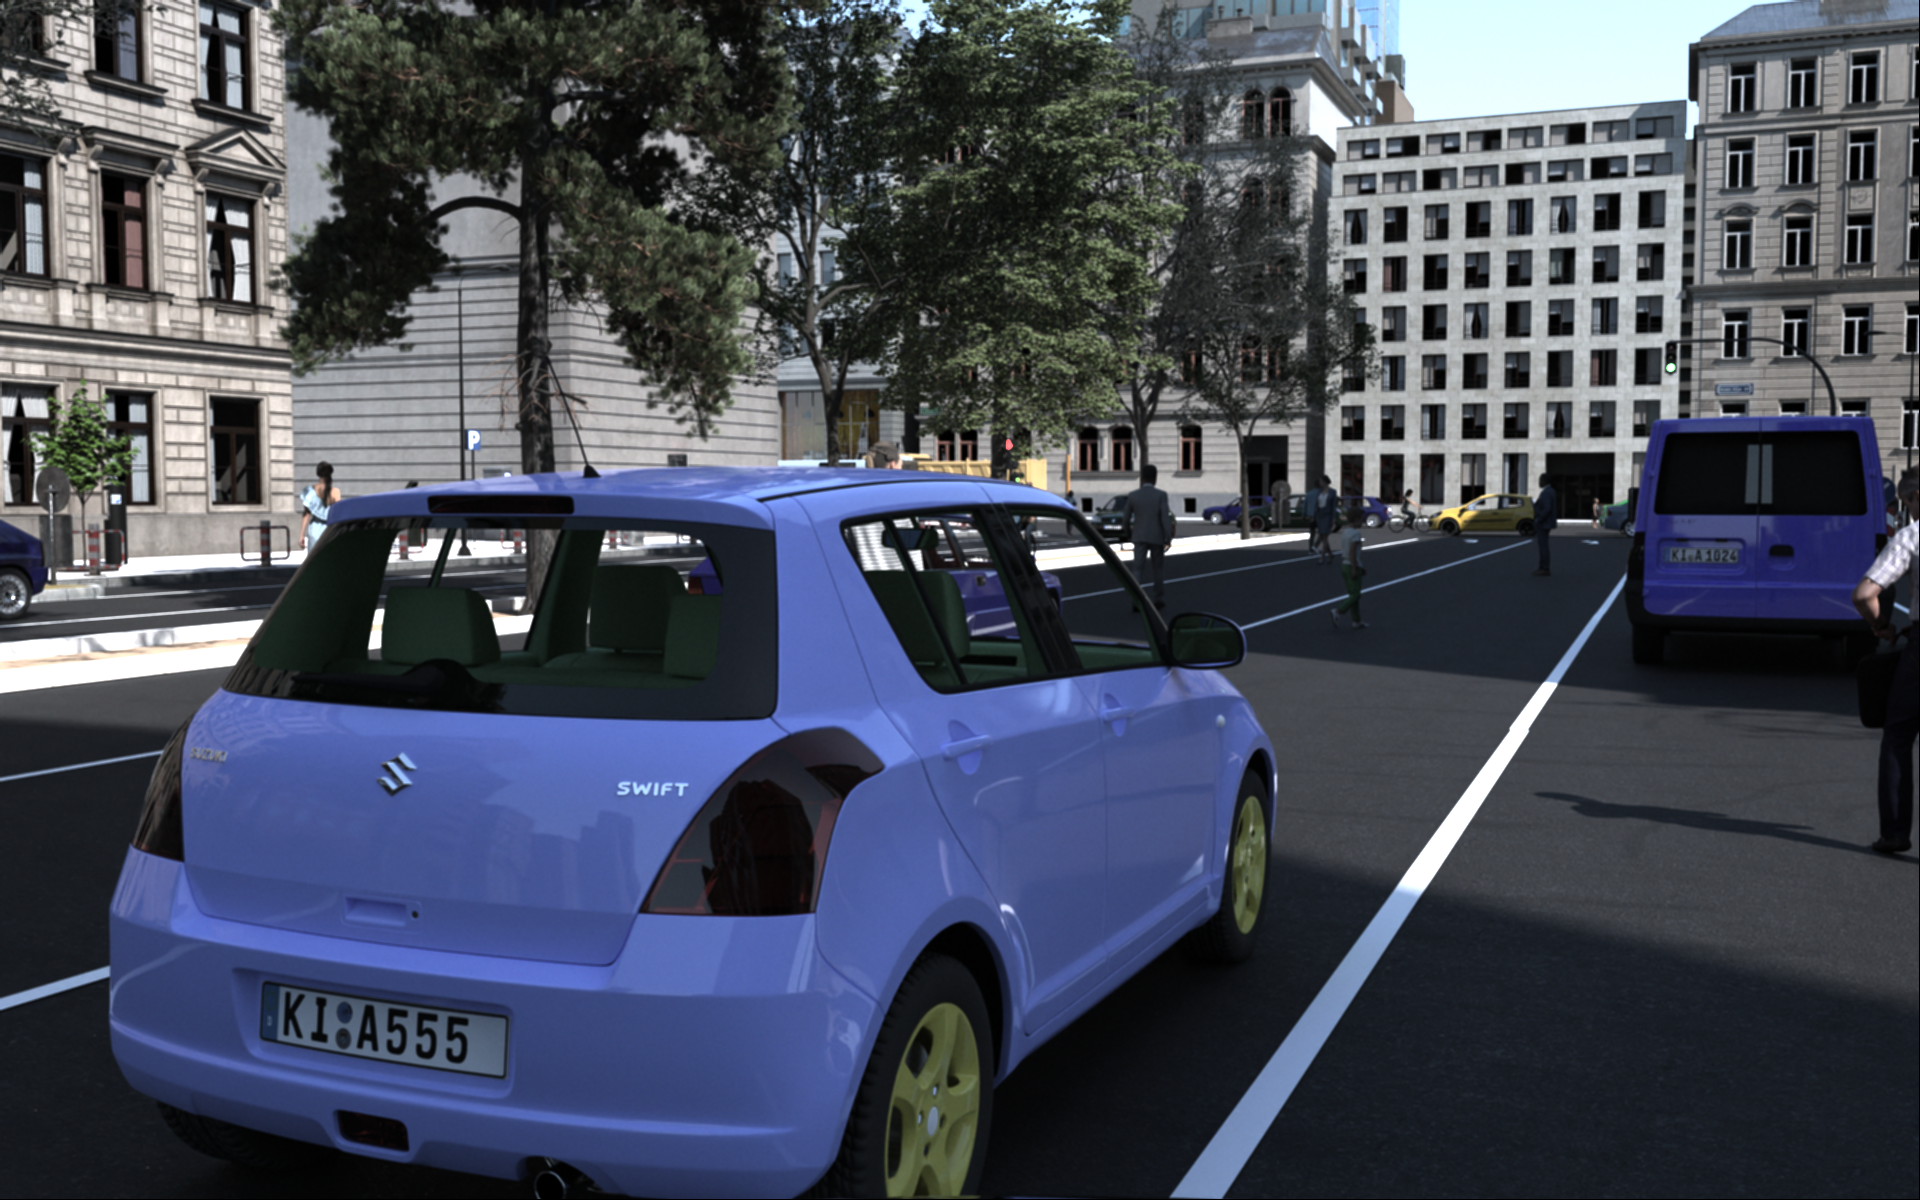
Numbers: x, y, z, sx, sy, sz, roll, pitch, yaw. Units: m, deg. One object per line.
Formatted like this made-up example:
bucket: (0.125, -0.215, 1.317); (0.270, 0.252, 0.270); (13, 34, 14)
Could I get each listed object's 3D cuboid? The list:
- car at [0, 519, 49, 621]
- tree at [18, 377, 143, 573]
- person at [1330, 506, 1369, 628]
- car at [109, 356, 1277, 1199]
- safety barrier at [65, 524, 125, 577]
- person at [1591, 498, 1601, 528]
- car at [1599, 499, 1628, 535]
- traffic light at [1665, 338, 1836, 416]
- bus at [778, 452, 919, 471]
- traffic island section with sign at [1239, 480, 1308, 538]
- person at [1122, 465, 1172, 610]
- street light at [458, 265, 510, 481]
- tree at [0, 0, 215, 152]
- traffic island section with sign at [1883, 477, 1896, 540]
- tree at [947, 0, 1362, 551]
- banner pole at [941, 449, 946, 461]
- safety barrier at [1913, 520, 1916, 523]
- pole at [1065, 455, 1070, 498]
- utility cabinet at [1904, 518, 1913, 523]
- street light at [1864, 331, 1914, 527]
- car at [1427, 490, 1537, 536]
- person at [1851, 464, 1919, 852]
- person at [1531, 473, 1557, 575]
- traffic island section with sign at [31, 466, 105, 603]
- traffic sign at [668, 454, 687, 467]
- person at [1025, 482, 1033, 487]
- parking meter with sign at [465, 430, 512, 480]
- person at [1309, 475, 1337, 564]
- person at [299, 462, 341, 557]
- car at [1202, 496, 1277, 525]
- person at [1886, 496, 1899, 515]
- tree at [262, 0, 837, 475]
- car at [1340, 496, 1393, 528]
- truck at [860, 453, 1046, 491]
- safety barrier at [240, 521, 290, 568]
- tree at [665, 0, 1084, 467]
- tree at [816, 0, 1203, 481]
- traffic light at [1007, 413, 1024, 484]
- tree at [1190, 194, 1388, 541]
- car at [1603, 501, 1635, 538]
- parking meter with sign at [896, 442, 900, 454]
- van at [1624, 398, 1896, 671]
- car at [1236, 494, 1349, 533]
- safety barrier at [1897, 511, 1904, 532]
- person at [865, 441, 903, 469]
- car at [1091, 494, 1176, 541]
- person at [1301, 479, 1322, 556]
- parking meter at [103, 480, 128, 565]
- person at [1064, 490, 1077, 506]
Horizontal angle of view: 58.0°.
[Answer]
car: (-12.070, -0.378, 18.761); (1.945, 1.354, 3.894); (2, 4, 23)
tree: (-14.419, -2.088, 28.736); (1.663, 3.219, 1.824); (0, 3, 0)
person: (4.151, -0.349, 18.447); (0.590, 1.304, 0.306); (-2, 4, -32)
car: (-0.293, 0.305, 4.609); (1.945, 1.707, 3.694); (1, 4, 23)
safety barrier: (-13.505, -0.779, 27.019); (0.300, 0.817, 1.120); (1, 4, 23)
person: (26.721, -3.642, 72.721); (0.362, 1.253, 0.373); (-3, 4, -37)
car: (24.935, -3.180, 60.783); (4.718, 1.807, 1.959); (1, 4, 23)
traffic light: (23.066, -4.637, 50.483); (4.771, 5.953, 1.251); (1, 4, 23)
bus: (-7.499, -5.235, 80.450); (13.247, 3.499, 2.948); (2, 4, 24)
traffic island section with sign: (10.294, -2.947, 56.325); (2.006, 1.907, 1.989); (1, 4, 23)
person: (2.296, -0.762, 21.227); (0.678, 1.792, 0.850); (1, 4, 20)
street light: (-9.763, -3.848, 35.462); (1.470, 5.913, 1.316); (1, 4, 23)
tree: (-8.778, -5.941, 9.966); (12.009, 13.543, 11.850); (0, 3, 0)
traffic island section with sign: (20.688, -1.880, 39.361); (1.989, 1.847, 2.006); (1, 4, 23)
tree: (4.588, -7.962, 43.002); (12.009, 13.543, 11.850); (0, 3, 0)
banner pole: (-0.893, -6.432, 95.185); (0.401, 3.779, 0.863); (-1, 4, -17)
safety barrier: (23.934, -1.777, 43.324); (0.300, 0.817, 1.120); (1, 4, 23)
pole: (5.570, -5.858, 89.623); (0.158, 3.312, 0.155); (0, 3, 0)
utility cabinet: (41.512, -4.085, 75.474); (1.173, 1.500, 0.318); (-3, 5, -43)
street light: (26.398, -4.691, 49.235); (1.470, 5.913, 1.316); (1, 4, 23)
car: (18.212, -3.032, 59.790); (3.980, 1.641, 2.015); (2, 4, 24)
person: (3.766, 0.243, 6.739); (0.614, 1.554, 0.590); (0, 4, 5)
person: (10.319, -1.339, 30.570); (0.419, 1.800, 0.721); (1, 4, 17)
traffic island section with sign: (-12.946, -0.919, 23.650); (1.989, 1.847, 2.006); (1, 4, 23)
traffic sign: (-7.277, -2.598, 44.606); (0.606, 2.300, 0.079); (2, 4, 25)
person: (2.004, -2.557, 50.540); (0.641, 1.798, 0.478); (-2, 4, -34)
parking meter with sign: (-12.519, -3.097, 46.892); (1.738, 3.016, 0.543); (2, 4, 25)
person: (7.521, -1.651, 35.511); (0.654, 1.822, 0.581); (-2, 4, -32)
person: (-7.421, -0.714, 20.265); (0.616, 1.811, 0.778); (1, 4, 11)
car: (13.389, -4.194, 81.148); (3.894, 1.354, 1.945); (2, 4, 24)
person: (27.686, -2.579, 51.485); (0.431, 1.722, 0.655); (2, 4, 33)
tree: (-4.868, -5.819, 19.659); (6.751, 12.117, 7.091); (0, 3, 0)
car: (16.565, -3.785, 74.464); (3.894, 1.354, 1.945); (1, 4, 22)
truck: (-0.870, -5.319, 82.894); (9.791, 3.379, 3.469); (1, 4, 21)
safety barrier: (-12.141, -0.979, 30.279); (0.300, 0.817, 1.120); (1, 4, 23)
tree: (-1.764, -5.490, 26.633); (8.767, 10.594, 7.601); (1, 4, 23)
tree: (0.812, -6.922, 33.766); (7.486, 12.596, 7.792); (0, 3, 0)
traffic light: (1.757, -4.316, 59.486); (0.839, 4.253, 0.868); (1, 4, 23)
tree: (8.769, -7.055, 52.218); (8.767, 10.594, 7.601); (1, 4, 23)
car: (23.678, -2.772, 57.317); (4.499, 1.417, 2.014); (2, 4, 24)
parking meter with sign: (-2.913, -3.814, 58.621); (1.738, 3.016, 0.543); (0, 4, 1)
van: (7.241, -0.702, 15.856); (2.240, 2.365, 5.245); (2, 4, 23)
car: (12.457, -3.362, 64.753); (4.222, 1.686, 2.009); (1, 4, 21)
safety barrier: (25.297, -1.976, 46.585); (0.300, 0.817, 1.120); (1, 4, 23)
person: (-0.404, -0.034, 9.799); (0.466, 1.731, 0.760); (-2, 4, -28)
car: (5.156, -2.544, 51.375); (2.009, 1.686, 4.222); (1, 4, 22)
person: (8.238, -1.915, 40.157); (0.601, 1.785, 0.444); (3, 5, 45)
parking meter: (-15.366, -1.413, 31.511); (0.372, 1.533, 0.369); (0, 3, 0)
person: (3.739, -2.969, 59.254); (0.429, 1.552, 0.499); (-2, 4, -35)
